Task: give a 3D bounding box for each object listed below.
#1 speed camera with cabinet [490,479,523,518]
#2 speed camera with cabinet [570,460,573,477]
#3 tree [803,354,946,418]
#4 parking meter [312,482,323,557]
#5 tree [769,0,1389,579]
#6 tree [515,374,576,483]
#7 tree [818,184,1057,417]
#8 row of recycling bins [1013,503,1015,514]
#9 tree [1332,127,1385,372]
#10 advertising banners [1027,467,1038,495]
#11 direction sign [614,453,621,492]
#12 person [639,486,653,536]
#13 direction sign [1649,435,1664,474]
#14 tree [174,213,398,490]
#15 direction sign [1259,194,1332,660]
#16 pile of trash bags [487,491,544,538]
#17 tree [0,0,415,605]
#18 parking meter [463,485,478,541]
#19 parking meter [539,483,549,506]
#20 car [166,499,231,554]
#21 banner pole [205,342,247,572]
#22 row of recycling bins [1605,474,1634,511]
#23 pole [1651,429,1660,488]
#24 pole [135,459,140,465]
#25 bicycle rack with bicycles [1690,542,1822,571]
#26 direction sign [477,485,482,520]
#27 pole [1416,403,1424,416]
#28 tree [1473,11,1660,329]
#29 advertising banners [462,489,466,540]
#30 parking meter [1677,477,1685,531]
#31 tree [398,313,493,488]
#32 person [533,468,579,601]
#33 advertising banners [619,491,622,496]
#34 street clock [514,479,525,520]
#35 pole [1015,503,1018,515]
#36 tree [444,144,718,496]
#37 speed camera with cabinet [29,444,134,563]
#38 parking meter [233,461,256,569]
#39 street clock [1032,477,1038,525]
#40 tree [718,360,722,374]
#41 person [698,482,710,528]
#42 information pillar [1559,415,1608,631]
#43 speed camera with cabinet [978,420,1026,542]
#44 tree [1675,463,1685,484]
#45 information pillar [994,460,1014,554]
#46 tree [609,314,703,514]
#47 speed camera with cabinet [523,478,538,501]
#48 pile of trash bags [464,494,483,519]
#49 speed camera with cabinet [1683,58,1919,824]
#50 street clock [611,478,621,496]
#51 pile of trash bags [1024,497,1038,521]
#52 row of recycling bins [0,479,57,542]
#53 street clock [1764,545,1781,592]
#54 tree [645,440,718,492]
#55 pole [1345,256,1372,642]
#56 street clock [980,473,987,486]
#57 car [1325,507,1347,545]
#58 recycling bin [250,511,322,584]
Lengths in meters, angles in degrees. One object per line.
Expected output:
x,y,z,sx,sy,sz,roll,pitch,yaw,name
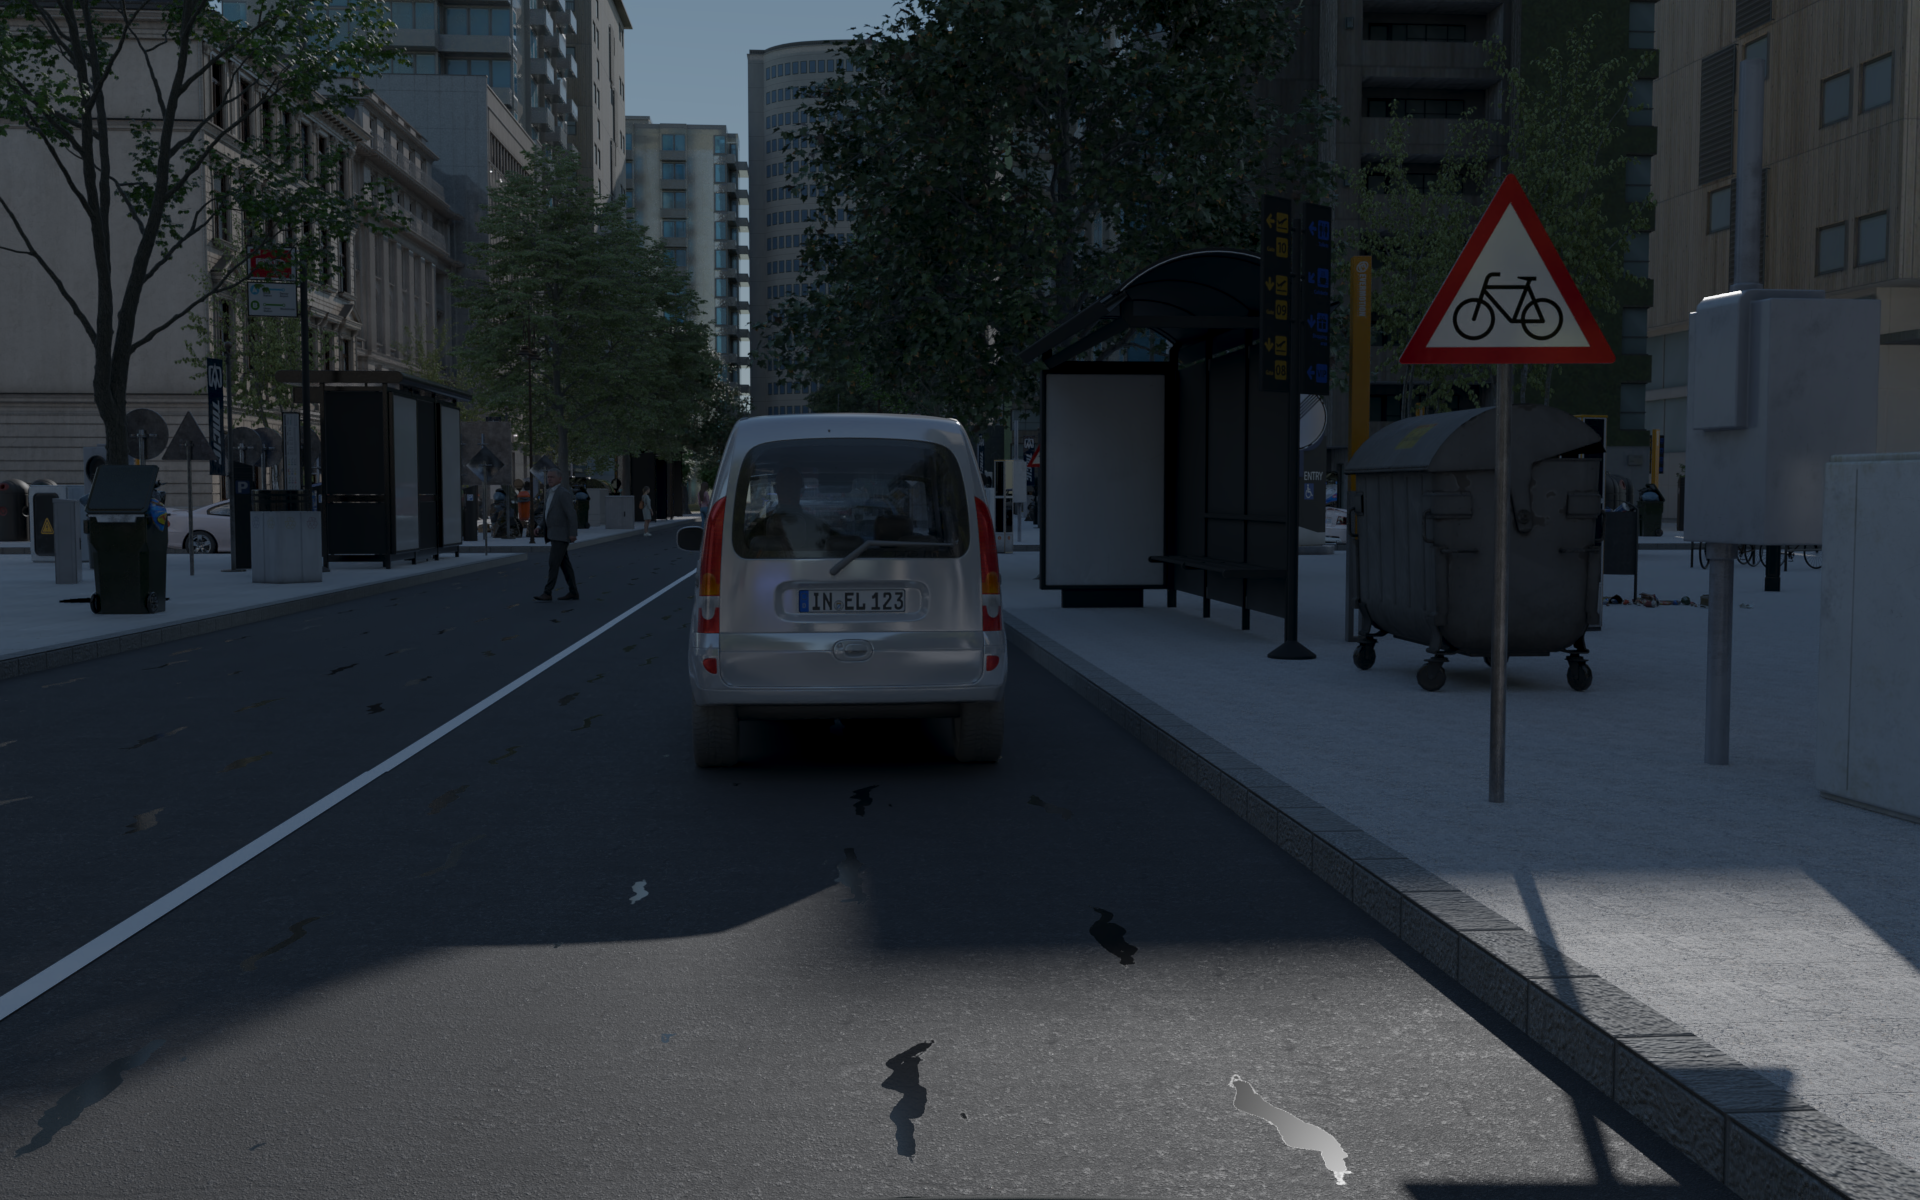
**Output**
-21.058,-5.243,80.057,0.660,3.252,2.038,0,4,8,speed camera with cabinet
-20.559,-5.991,92.287,0.660,3.252,2.038,1,4,13,speed camera with cabinet
-4.591,-11.619,96.627,9.857,13.997,8.962,0,3,0,tree
-13.123,-1.650,35.389,0.372,1.533,0.369,0,3,0,parking meter
1.531,-6.660,25.896,9.611,12.733,9.660,0,3,0,tree
-23.712,-9.189,100.597,4.360,8.622,3.978,0,3,0,tree
-0.384,-7.904,54.991,9.928,11.665,9.643,0,3,0,tree
2.319,-6.330,110.604,1.069,1.692,3.534,-2,4,-34,row of recycling bins
8.903,-5.059,33.085,4.737,8.622,4.395,0,3,0,tree
4.238,-6.552,103.317,2.074,3.025,0.090,-3,4,-37,advertising banners
-18.778,-6.305,95.079,0.379,3.537,0.876,-2,4,-33,direction sign
-10.806,-3.071,59.708,0.522,1.701,0.512,-2,4,-35,person
26.645,-4.563,66.602,0.876,3.537,0.379,-1,4,-12,direction sign
-18.085,-5.810,45.357,4.737,8.622,4.395,0,3,0,tree
2.600,-1.313,13.464,0.876,3.537,0.379,-3,5,-43,direction sign
-13.191,-2.597,52.218,1.912,1.369,3.447,-1,4,-13,pile of trash bags
-9.900,-5.773,20.139,9.928,11.665,9.643,0,3,0,tree
-13.340,-2.370,47.165,0.372,1.533,0.369,0,3,0,parking meter
-18.774,-4.437,78.257,0.255,1.863,0.399,3,4,37,parking meter
-15.360,-1.620,38.853,4.827,1.381,2.083,0,4,-4,car
-12.051,-2.342,28.312,0.401,3.779,0.863,0,4,8,banner pole
13.084,-1.726,35.338,1.069,1.692,3.534,2,4,27,row of recycling bins
21.908,-3.716,54.601,0.158,3.312,0.155,0,3,0,pole
-24.306,-3.514,51.305,0.158,3.312,0.155,0,3,0,pole
13.775,-1.012,29.936,2.925,0.926,2.852,-2,4,-30,bicycle rack with bicycles
-23.509,-5.651,84.396,0.379,3.537,0.876,3,4,39,direction sign
10.297,-2.752,38.842,0.158,3.312,0.155,0,3,0,pole
8.997,-4.706,27.307,4.737,8.622,4.395,0,3,0,tree
-13.715,-3.118,47.168,0.090,3.025,2.074,0,4,-5,advertising banners
25.072,-3.328,60.124,0.255,1.863,0.399,1,4,9,parking meter
-21.360,-7.397,71.301,4.737,8.622,4.395,0,3,0,tree
-5.449,-0.875,23.197,0.661,1.777,0.834,3,5,40,person
-18.116,-5.924,93.051,0.090,3.025,2.074,-2,4,-29,advertising banners
-20.845,-4.732,81.940,0.471,2.002,0.358,0,4,7,street clock
3.467,-6.888,106.463,0.158,3.312,0.155,0,3,0,pole
-13.522,-8.504,57.163,7.486,12.596,7.792,0,3,0,tree
-16.395,-2.321,32.286,2.038,3.252,0.660,1,4,20,speed camera with cabinet
-12.321,-1.471,29.759,0.399,1.863,0.255,-2,4,-31,parking meter
3.170,-4.151,72.443,0.358,2.002,0.471,-1,4,-12,street clock
-13.512,-9.414,72.039,7.486,12.596,7.792,0,3,0,tree
-8.163,-2.883,55.649,0.555,1.821,0.388,2,4,26,person
5.829,-0.719,16.256,0.304,2.012,0.304,-1,4,-22,information pillar
0.940,-3.225,47.062,0.660,3.252,2.038,-3,4,-38,speed camera with cabinet
26.094,-4.043,60.706,1.663,3.219,1.824,0,3,0,tree
0.945,-2.010,37.353,0.304,2.012,0.304,3,5,40,information pillar
-17.691,-11.835,110.512,9.611,12.733,9.660,0,3,0,tree
-24.668,-6.283,97.071,2.038,3.252,0.660,1,4,22,speed camera with cabinet
-25.042,-4.824,88.632,1.912,1.369,3.447,0,4,-8,pile of trash bags
3.892,-0.796,7.345,0.660,3.252,2.038,0,4,-8,speed camera with cabinet
-15.858,-4.609,79.931,0.471,2.002,0.358,-1,4,-11,street clock
4.508,-4.357,80.987,1.912,1.369,3.447,-2,4,-30,pile of trash bags
-26.107,-2.435,46.926,3.534,1.692,1.069,0,4,3,row of recycling bins
10.730,-1.116,22.815,0.358,2.002,0.471,2,4,26,street clock
-16.968,-7.138,100.420,4.285,4.588,4.351,0,3,0,tree
3.445,-1.293,14.976,0.158,3.312,0.155,0,3,0,pole
0.693,-3.385,59.921,0.358,2.002,0.471,-3,5,-41,street clock
11.153,-1.790,41.629,4.827,1.381,2.083,0,4,-4,car
-9.780,-0.770,25.150,0.722,1.027,0.722,2,4,35,recycling bin
